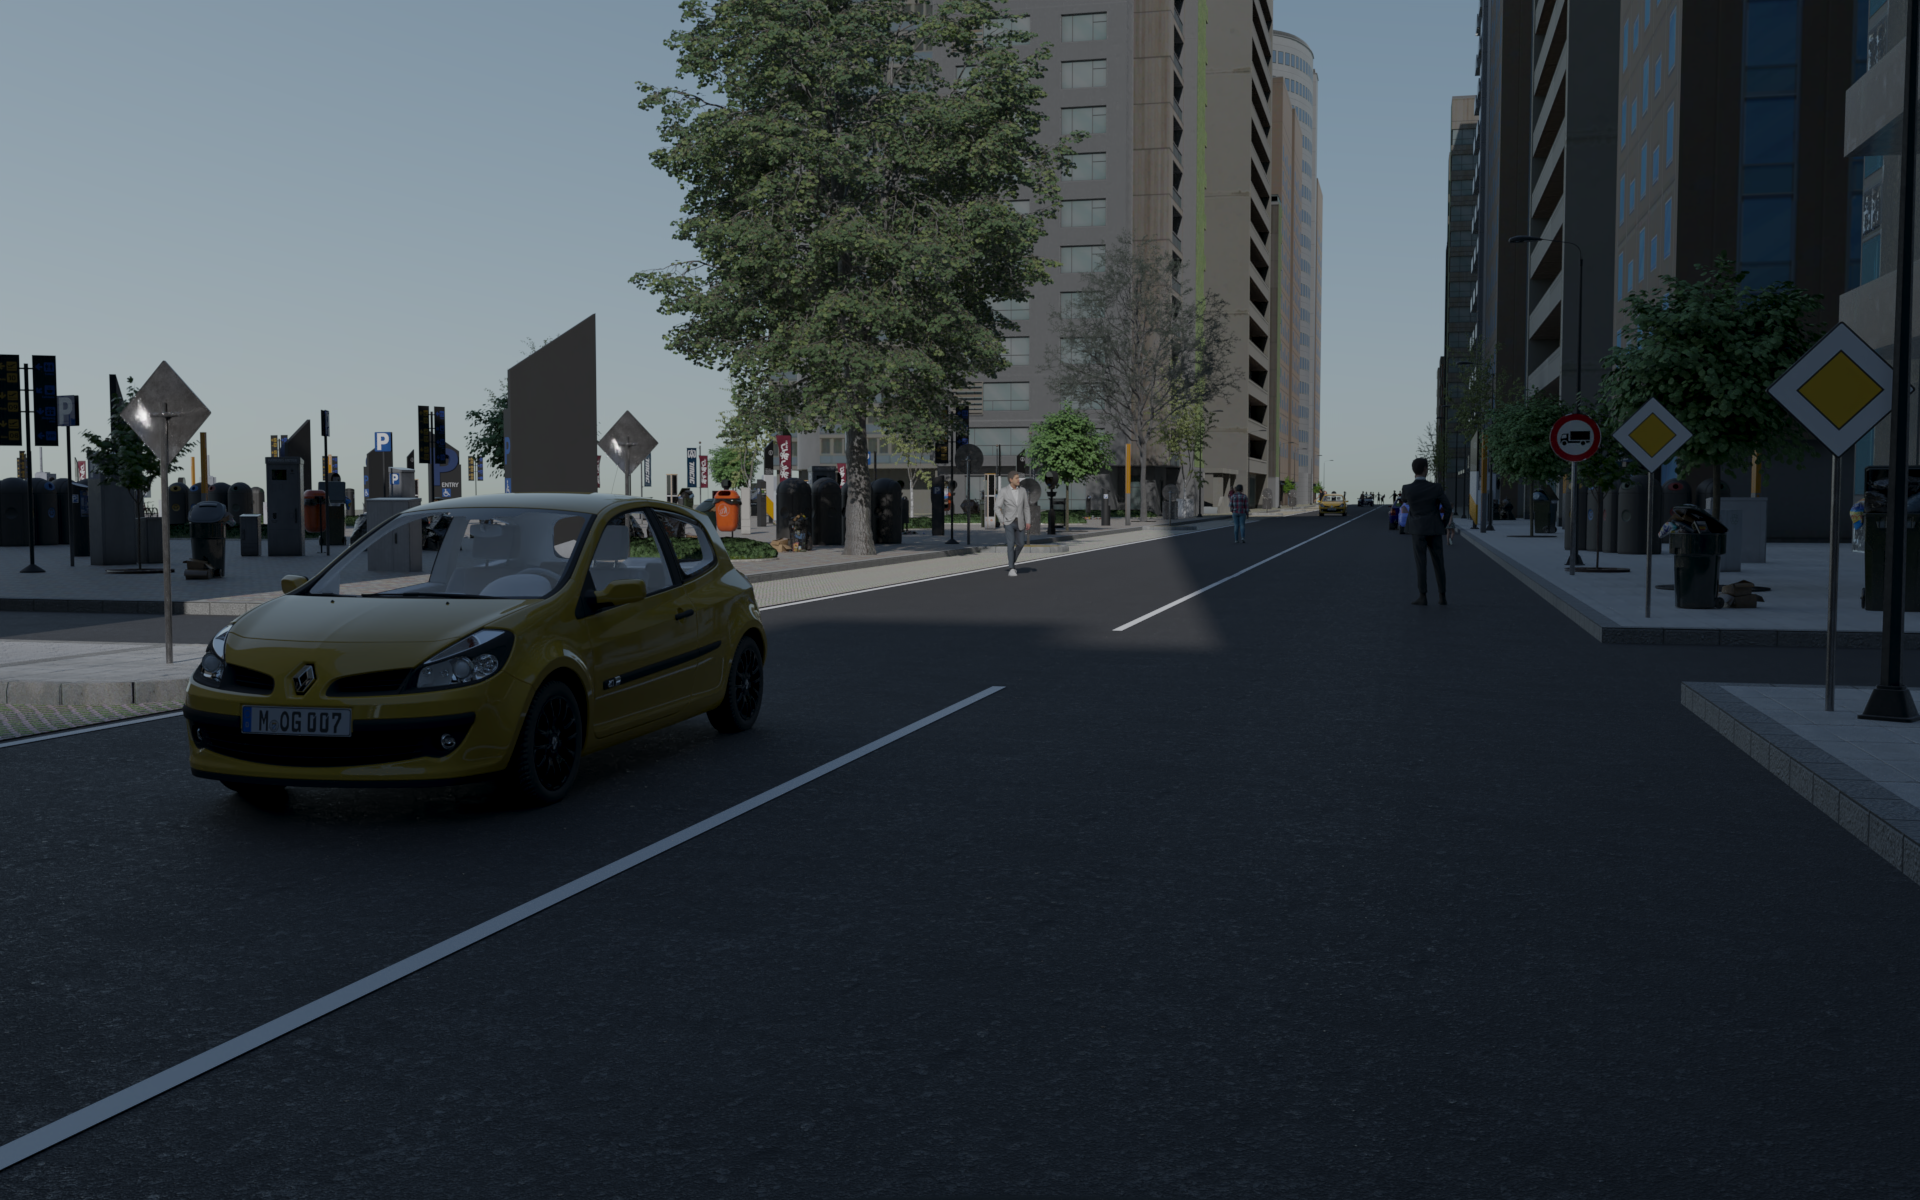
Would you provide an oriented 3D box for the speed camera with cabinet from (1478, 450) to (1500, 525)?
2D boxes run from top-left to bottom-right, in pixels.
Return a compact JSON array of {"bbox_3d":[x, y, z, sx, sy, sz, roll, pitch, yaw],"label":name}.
[{"bbox_3d":[22.401,-4.846,73.562,0.660,3.252,2.038,2,4,32],"label":"speed camera with cabinet"}]

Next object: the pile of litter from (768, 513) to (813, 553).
[{"bbox_3d":[-3.867,-1.515,38.728,1.176,0.858,1.719,1,4,22],"label":"pile of litter"}]

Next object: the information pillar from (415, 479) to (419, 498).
[{"bbox_3d":[-26.716,-4.925,85.022,0.304,2.012,0.304,-1,4,-17],"label":"information pillar"}]

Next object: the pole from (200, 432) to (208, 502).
[{"bbox_3d":[-24.864,-3.863,56.995,0.158,3.312,0.155,0,3,0],"label":"pole"}]

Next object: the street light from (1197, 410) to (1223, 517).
[{"bbox_3d":[13.807,-7.528,95.625,1.470,5.913,1.316,1,4,14],"label":"street light"}]

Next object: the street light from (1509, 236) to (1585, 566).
[{"bbox_3d":[10.557,-3.586,31.177,1.470,5.913,1.316,1,4,14],"label":"street light"}]

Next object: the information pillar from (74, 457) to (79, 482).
[{"bbox_3d":[-55.869,-7.232,109.590,0.504,3.616,0.183,3,5,45],"label":"information pillar"}]

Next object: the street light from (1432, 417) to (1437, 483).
[{"bbox_3d":[29.302,-8.050,104.165,1.470,5.913,1.316,1,4,14],"label":"street light"}]

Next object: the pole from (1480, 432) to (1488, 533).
[{"bbox_3d":[17.307,-3.874,57.189,0.158,3.312,0.155,0,3,0],"label":"pole"}]

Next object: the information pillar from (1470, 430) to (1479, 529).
[{"bbox_3d":[18.854,-4.411,63.468,0.183,3.616,0.504,-1,4,-12],"label":"information pillar"}]

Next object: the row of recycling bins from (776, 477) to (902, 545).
[{"bbox_3d":[-3.004,-2.252,43.926,3.534,1.692,1.069,-2,4,-35],"label":"row of recycling bins"}]

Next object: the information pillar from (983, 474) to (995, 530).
[{"bbox_3d":[1.084,-3.556,62.631,0.304,2.012,0.304,-1,4,-22],"label":"information pillar"}]

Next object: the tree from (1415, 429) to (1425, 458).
[{"bbox_3d":[47.427,-13.573,172.287,4.737,8.622,4.395,0,3,0],"label":"tree"}]

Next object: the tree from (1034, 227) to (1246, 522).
[{"bbox_3d":[8.403,-10.351,79.614,12.009,13.543,11.850,0,3,0],"label":"tree"}]

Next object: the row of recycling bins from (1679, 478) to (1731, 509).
[{"bbox_3d":[18.145,-2.327,45.155,3.534,1.692,1.069,1,4,14],"label":"row of recycling bins"}]

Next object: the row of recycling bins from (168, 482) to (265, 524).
[{"bbox_3d":[-25.978,-3.235,60.001,3.534,1.692,1.069,1,4,20],"label":"row of recycling bins"}]

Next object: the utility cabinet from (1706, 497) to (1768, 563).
[{"bbox_3d":[14.512,-1.299,32.403,1.020,1.237,0.306,0,4,6],"label":"utility cabinet"}]

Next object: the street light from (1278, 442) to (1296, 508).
[{"bbox_3d":[29.054,-11.127,154.474,1.470,5.913,1.316,1,4,14],"label":"street light"}]

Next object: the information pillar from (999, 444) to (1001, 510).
[{"bbox_3d":[1.876,-5.514,81.513,0.183,3.616,0.504,0,4,5],"label":"information pillar"}]

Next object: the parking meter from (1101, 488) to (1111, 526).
[{"bbox_3d":[5.912,-3.779,70.198,0.372,1.533,0.369,0,3,0],"label":"parking meter"}]

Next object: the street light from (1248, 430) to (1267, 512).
[{"bbox_3d":[21.391,-9.326,125.024,1.470,5.913,1.316,1,4,14],"label":"street light"}]

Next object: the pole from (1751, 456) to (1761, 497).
[{"bbox_3d":[19.569,-2.980,42.561,0.158,3.312,0.155,0,3,0],"label":"pole"}]

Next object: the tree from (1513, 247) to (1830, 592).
[{"bbox_3d":[10.110,-2.411,23.133,4.285,4.588,4.351,0,3,0],"label":"tree"}]

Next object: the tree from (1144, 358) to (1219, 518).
[{"bbox_3d":[11.892,-8.665,92.032,4.737,8.622,4.395,0,3,0],"label":"tree"}]

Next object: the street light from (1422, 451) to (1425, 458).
[{"bbox_3d":[44.894,-11.740,164.491,1.470,5.913,1.316,1,4,14],"label":"street light"}]

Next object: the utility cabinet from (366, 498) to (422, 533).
[{"bbox_3d":[-9.425,-1.081,28.839,1.020,1.237,0.306,2,4,30],"label":"utility cabinet"}]

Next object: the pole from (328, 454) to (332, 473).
[{"bbox_3d":[-32.414,-5.832,89.202,0.158,3.312,0.155,0,3,0],"label":"pole"}]

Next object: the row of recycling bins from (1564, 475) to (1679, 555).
[{"bbox_3d":[14.439,-1.907,38.286,1.069,1.692,3.534,0,4,-4],"label":"row of recycling bins"}]

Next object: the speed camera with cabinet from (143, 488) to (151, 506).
[{"bbox_3d":[-49.743,-6.771,105.040,0.660,3.252,2.038,0,4,-4],"label":"speed camera with cabinet"}]

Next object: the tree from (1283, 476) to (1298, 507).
[{"bbox_3d":[31.911,-10.658,168.867,1.663,3.219,1.824,0,3,0],"label":"tree"}]

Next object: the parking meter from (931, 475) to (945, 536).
[{"bbox_3d":[-0.691,-2.922,53.479,0.399,1.863,0.255,1,4,13],"label":"parking meter"}]

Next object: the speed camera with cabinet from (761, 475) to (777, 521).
[{"bbox_3d":[-8.928,-5.456,83.542,0.660,3.252,2.038,-2,4,-29],"label":"speed camera with cabinet"}]

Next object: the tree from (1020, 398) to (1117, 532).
[{"bbox_3d":[3.570,-4.599,58.911,4.285,4.588,4.351,0,3,0],"label":"tree"}]

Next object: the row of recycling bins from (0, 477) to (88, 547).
[{"bbox_3d":[-22.937,-2.240,43.738,1.069,1.692,3.534,1,4,12],"label":"row of recycling bins"}]

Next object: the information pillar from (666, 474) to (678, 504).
[{"bbox_3d":[-10.525,-3.598,63.326,0.304,2.012,0.304,3,5,42],"label":"information pillar"}]

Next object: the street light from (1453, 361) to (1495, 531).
[{"bbox_3d":[18.039,-5.386,60.602,1.470,5.913,1.316,1,4,14],"label":"street light"}]

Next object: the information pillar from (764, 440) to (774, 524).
[{"bbox_3d":[-8.254,-5.106,74.839,0.504,3.616,0.183,-3,5,-43],"label":"information pillar"}]

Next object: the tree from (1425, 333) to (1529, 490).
[{"bbox_3d":[23.832,-7.849,78.698,4.737,8.622,4.395,0,3,0],"label":"tree"}]

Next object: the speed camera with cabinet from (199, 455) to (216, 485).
[{"bbox_3d":[-37.569,-5.740,88.178,2.038,3.252,0.660,-3,5,-40],"label":"speed camera with cabinet"}]

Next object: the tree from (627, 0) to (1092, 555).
[{"bbox_3d":[-2.145,-7.915,36.068,9.857,13.997,8.962,0,3,0],"label":"tree"}]

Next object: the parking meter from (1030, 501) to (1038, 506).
[{"bbox_3d":[2.809,-3.568,66.747,0.372,1.533,0.369,0,3,0],"label":"parking meter"}]

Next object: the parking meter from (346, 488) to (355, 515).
[{"bbox_3d":[-26.011,-4.005,73.900,0.372,1.533,0.369,0,3,0],"label":"parking meter"}]

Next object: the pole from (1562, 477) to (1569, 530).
[{"bbox_3d":[21.908,-4.205,62.591,0.158,3.312,0.155,0,3,0],"label":"pole"}]

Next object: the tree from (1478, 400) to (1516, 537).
[{"bbox_3d":[17.174,-4.156,51.668,4.285,4.588,4.351,0,3,0],"label":"tree"}]

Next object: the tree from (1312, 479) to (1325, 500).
[{"bbox_3d":[46.479,-14.071,224.665,1.663,3.219,1.824,0,3,0],"label":"tree"}]

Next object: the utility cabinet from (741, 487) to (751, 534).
[{"bbox_3d":[-6.862,-2.868,55.563,0.318,1.500,1.173,0,4,-7],"label":"utility cabinet"}]

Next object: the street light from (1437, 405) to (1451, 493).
[{"bbox_3d":[25.838,-7.218,90.550,1.470,5.913,1.316,1,4,14],"label":"street light"}]

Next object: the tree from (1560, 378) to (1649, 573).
[{"bbox_3d":[10.706,-2.081,28.618,1.663,3.219,1.824,0,3,0],"label":"tree"}]

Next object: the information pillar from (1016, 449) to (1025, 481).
[{"bbox_3d":[3.124,-5.962,88.834,0.504,3.616,0.183,-1,4,-13],"label":"information pillar"}]

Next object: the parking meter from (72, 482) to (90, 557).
[{"bbox_3d":[-18.067,-1.662,35.580,0.372,1.533,0.369,0,3,0],"label":"parking meter"}]

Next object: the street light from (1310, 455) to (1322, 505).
[{"bbox_3d":[42.287,-14.262,205.732,1.470,5.913,1.316,1,4,14],"label":"street light"}]

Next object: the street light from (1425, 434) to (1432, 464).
[{"bbox_3d":[37.004,-9.896,134.343,1.470,5.913,1.316,1,4,14],"label":"street light"}]

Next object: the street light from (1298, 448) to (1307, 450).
[{"bbox_3d":[34.489,-12.429,175.751,1.470,5.913,1.316,1,4,14],"label":"street light"}]

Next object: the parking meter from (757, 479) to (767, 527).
[{"bbox_3d":[-7.759,-3.797,67.785,0.255,1.863,0.399,-2,4,-33],"label":"parking meter"}]

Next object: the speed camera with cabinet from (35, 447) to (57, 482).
[{"bbox_3d":[-38.366,-4.743,71.889,0.660,3.252,2.038,0,4,6],"label":"speed camera with cabinet"}]

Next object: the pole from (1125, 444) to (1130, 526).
[{"bbox_3d":[6.832,-4.686,70.466,0.158,3.312,0.155,0,3,0],"label":"pole"}]

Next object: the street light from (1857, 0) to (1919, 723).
[{"bbox_3d":[4.788,-2.282,9.847,1.470,5.913,1.316,1,4,14],"label":"street light"}]

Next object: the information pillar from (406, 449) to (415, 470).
[{"bbox_3d":[-28.612,-6.051,90.284,0.183,3.616,0.504,2,4,29],"label":"information pillar"}]

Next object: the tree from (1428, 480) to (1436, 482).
[{"bbox_3d":[57.940,-13.344,212.768,1.663,3.219,1.824,0,3,0],"label":"tree"}]

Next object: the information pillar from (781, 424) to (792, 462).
[{"bbox_3d":[-5.720,-4.016,57.017,0.183,3.616,0.504,2,4,33],"label":"information pillar"}]
